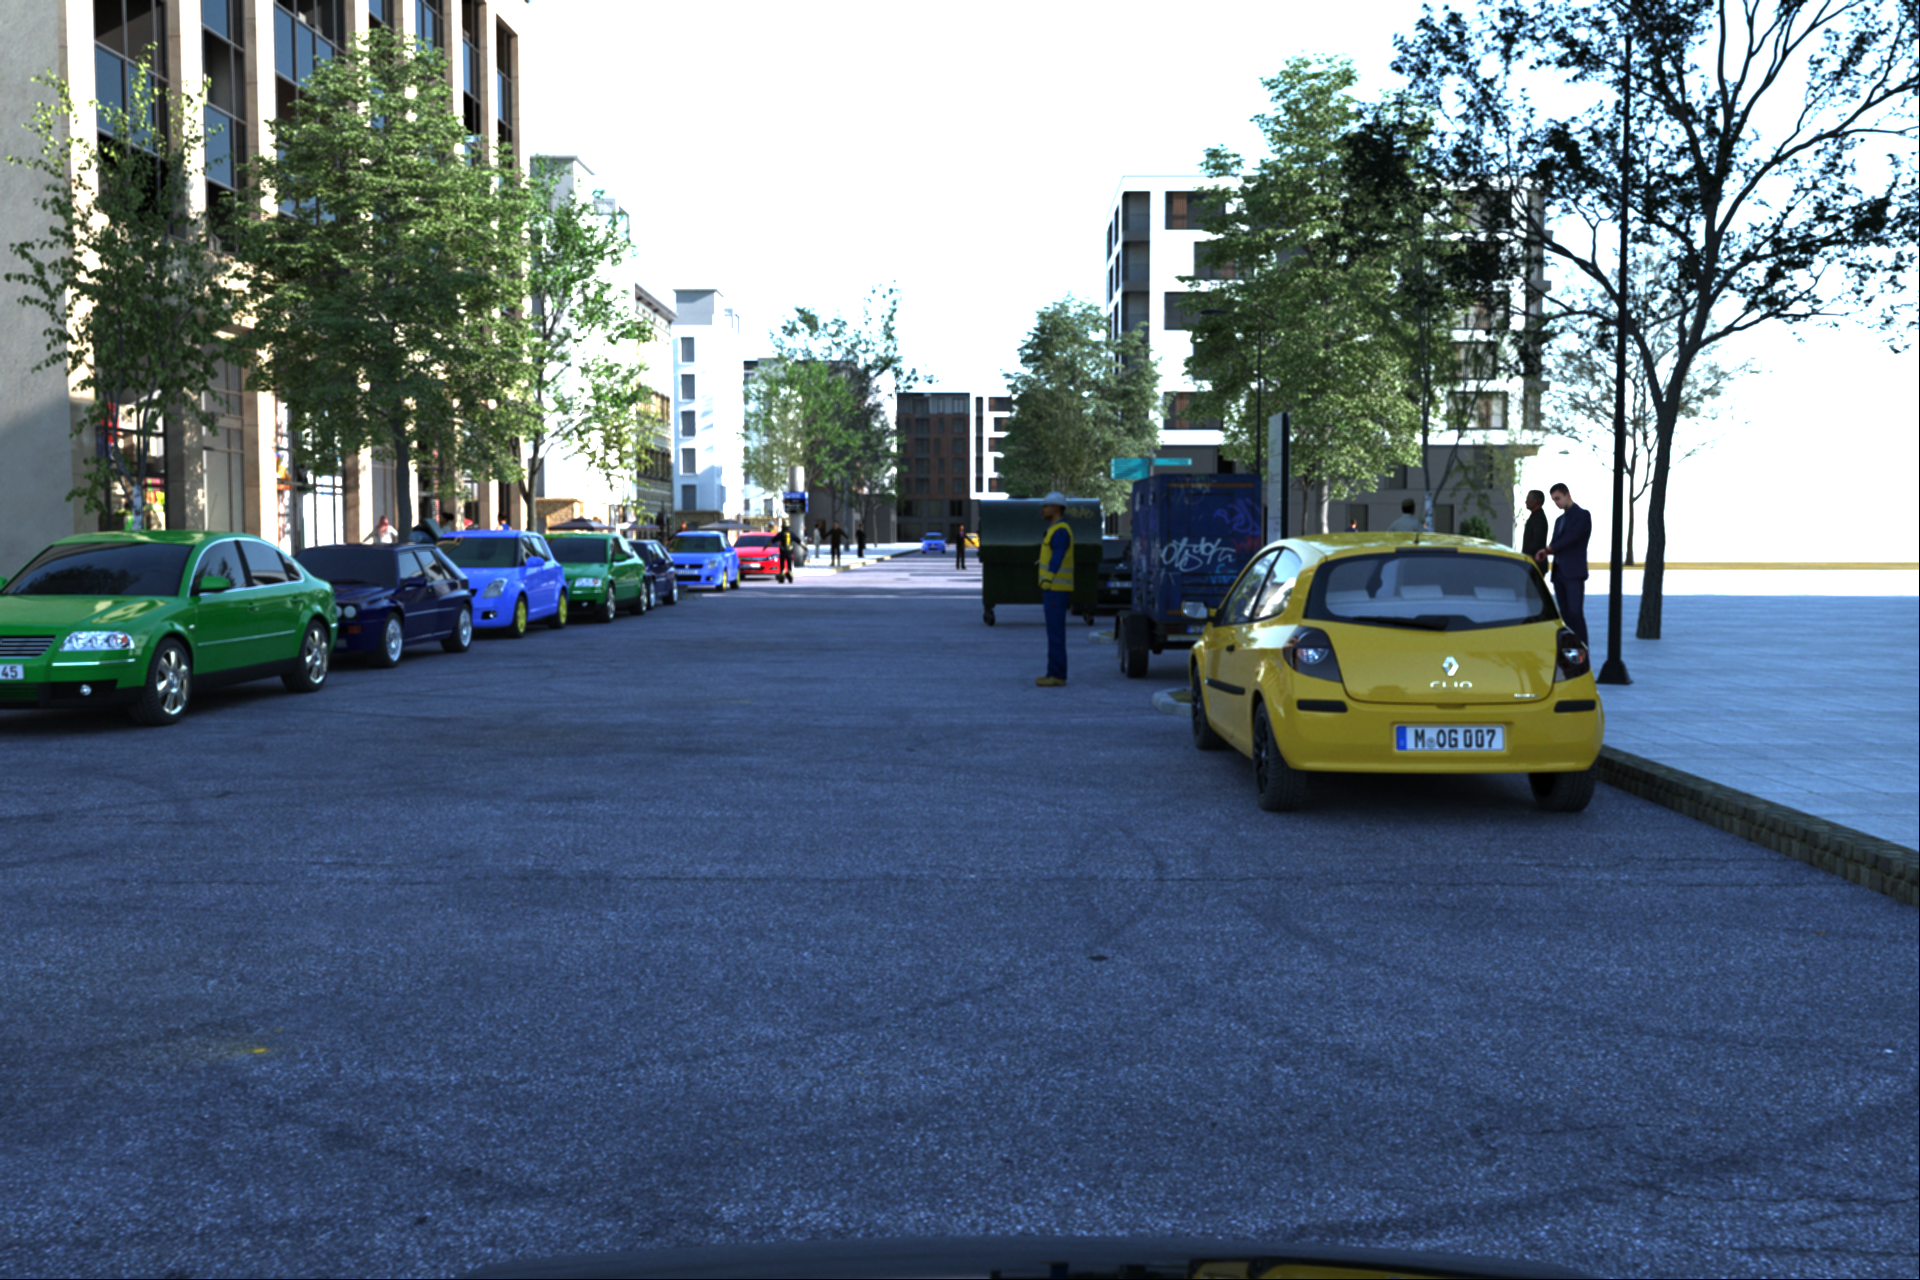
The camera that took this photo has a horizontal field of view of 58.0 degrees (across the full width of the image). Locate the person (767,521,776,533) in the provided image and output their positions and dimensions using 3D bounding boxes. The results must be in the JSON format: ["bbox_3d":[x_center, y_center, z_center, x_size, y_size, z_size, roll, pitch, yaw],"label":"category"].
[{"bbox_3d":[-7.344,-3.671,66.481,0.721,1.772,1.216,2,4,26],"label":"person"}]

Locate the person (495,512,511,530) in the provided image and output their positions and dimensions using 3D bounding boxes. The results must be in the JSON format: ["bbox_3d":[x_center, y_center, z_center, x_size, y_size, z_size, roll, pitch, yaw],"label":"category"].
[{"bbox_3d":[-10.870,-2.133,41.040,0.704,1.807,1.345,1,4,22],"label":"person"}]

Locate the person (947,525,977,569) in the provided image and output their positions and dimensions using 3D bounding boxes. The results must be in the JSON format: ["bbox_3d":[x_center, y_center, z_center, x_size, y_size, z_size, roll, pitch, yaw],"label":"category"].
[{"bbox_3d":[0.043,-3.790,70.650,1.346,1.802,0.704,-2,4,-29],"label":"person"}]

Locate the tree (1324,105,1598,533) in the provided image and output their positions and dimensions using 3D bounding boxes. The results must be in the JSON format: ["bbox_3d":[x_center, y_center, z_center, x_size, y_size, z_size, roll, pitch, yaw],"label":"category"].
[{"bbox_3d":[8.018,-4.882,30.191,4.360,8.622,3.978,0,3,0],"label":"tree"}]

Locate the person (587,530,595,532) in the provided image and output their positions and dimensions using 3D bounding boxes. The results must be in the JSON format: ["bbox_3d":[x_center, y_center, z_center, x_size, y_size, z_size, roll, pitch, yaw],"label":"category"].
[{"bbox_3d":[-17.402,-4.573,81.487,1.216,1.740,0.721,-3,4,-39],"label":"person"}]

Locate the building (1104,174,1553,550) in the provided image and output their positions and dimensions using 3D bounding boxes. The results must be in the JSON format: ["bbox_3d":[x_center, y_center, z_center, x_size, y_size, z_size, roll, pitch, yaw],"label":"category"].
[{"bbox_3d":[23.406,-16.580,115.065,27.936,21.610,32.646,0,4,1],"label":"building"}]

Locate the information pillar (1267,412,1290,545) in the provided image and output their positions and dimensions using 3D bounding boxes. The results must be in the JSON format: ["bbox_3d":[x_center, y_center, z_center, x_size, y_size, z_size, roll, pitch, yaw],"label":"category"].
[{"bbox_3d":[6.277,-2.621,34.166,0.184,3.620,1.656,0,4,1],"label":"information pillar"}]

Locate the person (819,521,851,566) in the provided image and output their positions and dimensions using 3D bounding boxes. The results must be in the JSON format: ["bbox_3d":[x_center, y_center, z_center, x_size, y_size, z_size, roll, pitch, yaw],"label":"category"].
[{"bbox_3d":[-4.999,-3.879,69.558,1.346,1.812,0.704,1,4,14],"label":"person"}]

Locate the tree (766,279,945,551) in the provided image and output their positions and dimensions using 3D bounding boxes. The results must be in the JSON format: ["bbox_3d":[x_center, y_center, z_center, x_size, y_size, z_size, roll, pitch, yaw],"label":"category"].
[{"bbox_3d":[-6.938,-16.602,127.337,12.611,20.169,13.585,0,3,0],"label":"tree"}]

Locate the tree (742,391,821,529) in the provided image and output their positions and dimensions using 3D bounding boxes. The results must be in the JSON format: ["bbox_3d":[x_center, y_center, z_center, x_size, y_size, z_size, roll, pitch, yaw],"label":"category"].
[{"bbox_3d":[-8.712,-8.470,88.847,4.360,8.622,3.978,0,3,0],"label":"tree"}]

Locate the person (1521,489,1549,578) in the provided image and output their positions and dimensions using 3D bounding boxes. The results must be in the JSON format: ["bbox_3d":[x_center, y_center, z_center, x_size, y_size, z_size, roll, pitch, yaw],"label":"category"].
[{"bbox_3d":[6.727,-0.868,20.364,0.705,1.807,1.348,1,4,17],"label":"person"}]

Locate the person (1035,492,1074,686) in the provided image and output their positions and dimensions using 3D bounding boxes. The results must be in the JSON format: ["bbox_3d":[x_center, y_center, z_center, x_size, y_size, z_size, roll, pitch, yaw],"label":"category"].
[{"bbox_3d":[0.874,-0.489,16.430,0.705,1.833,1.349,0,4,2],"label":"person"}]

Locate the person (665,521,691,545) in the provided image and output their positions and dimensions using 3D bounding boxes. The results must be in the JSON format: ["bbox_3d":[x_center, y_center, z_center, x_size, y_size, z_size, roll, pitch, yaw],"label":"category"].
[{"bbox_3d":[-9.530,-3.228,59.589,1.215,1.729,0.721,0,4,4],"label":"person"}]

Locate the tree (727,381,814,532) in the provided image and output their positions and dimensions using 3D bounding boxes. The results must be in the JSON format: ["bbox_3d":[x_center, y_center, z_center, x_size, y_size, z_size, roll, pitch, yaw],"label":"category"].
[{"bbox_3d":[-8.555,-8.092,82.671,4.360,8.622,3.978,0,3,0],"label":"tree"}]

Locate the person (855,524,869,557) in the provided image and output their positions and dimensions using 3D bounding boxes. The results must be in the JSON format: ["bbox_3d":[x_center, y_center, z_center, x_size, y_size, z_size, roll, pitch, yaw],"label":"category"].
[{"bbox_3d":[-5.447,-5.461,95.215,0.705,1.837,1.347,2,4,29],"label":"person"}]

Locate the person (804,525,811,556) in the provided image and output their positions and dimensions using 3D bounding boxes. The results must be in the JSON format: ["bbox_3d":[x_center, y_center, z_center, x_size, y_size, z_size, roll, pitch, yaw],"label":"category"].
[{"bbox_3d":[-9.125,-5.806,101.110,0.705,1.806,1.347,-2,4,-35],"label":"person"}]

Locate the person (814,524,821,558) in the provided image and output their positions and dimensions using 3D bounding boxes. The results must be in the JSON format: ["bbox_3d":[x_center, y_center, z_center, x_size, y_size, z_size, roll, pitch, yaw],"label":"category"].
[{"bbox_3d":[-7.583,-5.271,92.367,0.705,1.806,1.347,-1,4,-15],"label":"person"}]

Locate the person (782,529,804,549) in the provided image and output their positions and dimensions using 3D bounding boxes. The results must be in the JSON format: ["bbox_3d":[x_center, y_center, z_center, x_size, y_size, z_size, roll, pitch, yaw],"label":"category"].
[{"bbox_3d":[-5.806,-2.985,57.383,1.348,1.813,0.705,0,4,4],"label":"person"}]

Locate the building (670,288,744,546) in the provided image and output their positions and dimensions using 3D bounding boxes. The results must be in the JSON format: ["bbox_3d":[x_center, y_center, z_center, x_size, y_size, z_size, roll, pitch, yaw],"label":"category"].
[{"bbox_3d":[-23.660,-17.006,134.464,16.016,20.090,11.380,0,4,2],"label":"building"}]

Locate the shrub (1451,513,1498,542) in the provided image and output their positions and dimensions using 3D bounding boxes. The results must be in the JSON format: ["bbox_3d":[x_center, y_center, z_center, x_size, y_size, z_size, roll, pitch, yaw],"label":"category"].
[{"bbox_3d":[19.225,-3.714,64.763,1.661,2.075,1.752,0,3,0],"label":"shrub"}]

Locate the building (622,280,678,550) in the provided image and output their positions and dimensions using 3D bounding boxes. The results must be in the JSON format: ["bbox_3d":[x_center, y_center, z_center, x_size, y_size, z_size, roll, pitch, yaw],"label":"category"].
[{"bbox_3d":[-29.116,-17.091,110.369,19.493,23.208,18.063,0,3,0],"label":"building"}]

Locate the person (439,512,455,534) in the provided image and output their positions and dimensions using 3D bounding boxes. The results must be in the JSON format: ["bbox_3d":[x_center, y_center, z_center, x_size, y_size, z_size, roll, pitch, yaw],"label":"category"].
[{"bbox_3d":[-10.904,-1.810,36.371,0.721,1.739,1.217,-2,4,-28],"label":"person"}]

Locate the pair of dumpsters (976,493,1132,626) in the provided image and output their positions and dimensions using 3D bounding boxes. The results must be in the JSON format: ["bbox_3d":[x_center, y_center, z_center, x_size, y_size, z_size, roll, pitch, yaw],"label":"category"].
[{"bbox_3d":[2.476,-1.378,27.475,4.436,2.255,1.574,0,4,0],"label":"pair of dumpsters"}]

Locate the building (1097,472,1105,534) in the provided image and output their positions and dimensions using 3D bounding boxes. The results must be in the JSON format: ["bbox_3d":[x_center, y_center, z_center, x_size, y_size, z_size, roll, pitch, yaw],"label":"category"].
[{"bbox_3d":[22.083,-16.448,211.069,9.099,9.664,28.070,0,4,1],"label":"building"}]

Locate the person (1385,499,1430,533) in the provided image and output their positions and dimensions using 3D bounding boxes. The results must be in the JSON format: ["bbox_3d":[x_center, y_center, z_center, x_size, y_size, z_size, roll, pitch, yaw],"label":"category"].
[{"bbox_3d":[6.833,-1.240,26.367,0.704,1.819,1.344,-3,5,-43],"label":"person"}]

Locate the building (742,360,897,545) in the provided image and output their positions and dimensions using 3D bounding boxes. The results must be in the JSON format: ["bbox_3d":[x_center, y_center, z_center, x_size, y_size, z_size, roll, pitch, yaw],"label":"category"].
[{"bbox_3d":[-22.820,-22.976,219.627,27.936,21.610,32.646,0,4,1],"label":"building"}]

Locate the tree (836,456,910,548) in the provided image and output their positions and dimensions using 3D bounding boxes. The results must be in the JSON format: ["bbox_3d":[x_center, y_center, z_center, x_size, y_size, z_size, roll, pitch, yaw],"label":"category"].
[{"bbox_3d":[-8.224,-13.928,162.134,7.601,10.594,8.767,0,4,-2],"label":"tree"}]

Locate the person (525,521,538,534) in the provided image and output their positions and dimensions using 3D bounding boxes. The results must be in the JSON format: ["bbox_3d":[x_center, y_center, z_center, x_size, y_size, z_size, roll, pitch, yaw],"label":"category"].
[{"bbox_3d":[-15.610,-3.462,62.735,0.704,1.817,1.347,2,4,27],"label":"person"}]

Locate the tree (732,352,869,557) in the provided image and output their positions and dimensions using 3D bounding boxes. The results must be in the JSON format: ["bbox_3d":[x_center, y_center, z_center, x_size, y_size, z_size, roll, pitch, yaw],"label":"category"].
[{"bbox_3d":[-9.002,-10.539,98.075,9.928,11.665,9.643,0,3,0],"label":"tree"}]

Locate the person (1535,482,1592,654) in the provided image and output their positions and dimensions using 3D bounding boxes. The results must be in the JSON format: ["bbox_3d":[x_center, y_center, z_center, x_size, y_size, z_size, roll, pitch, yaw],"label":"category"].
[{"bbox_3d":[5.626,-0.593,16.191,0.568,1.767,0.683,-1,4,-15],"label":"person"}]

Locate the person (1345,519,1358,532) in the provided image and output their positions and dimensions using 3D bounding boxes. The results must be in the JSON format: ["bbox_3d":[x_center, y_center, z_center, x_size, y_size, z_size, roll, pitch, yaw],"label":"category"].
[{"bbox_3d":[11.277,-2.621,49.814,0.530,1.710,0.541,-1,4,-20],"label":"person"}]

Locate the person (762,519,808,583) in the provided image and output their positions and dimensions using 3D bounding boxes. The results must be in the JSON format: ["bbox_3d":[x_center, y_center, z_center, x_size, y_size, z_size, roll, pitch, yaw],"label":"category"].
[{"bbox_3d":[-5.087,-2.587,50.540,1.354,1.856,0.705,-1,4,-16],"label":"person"}]

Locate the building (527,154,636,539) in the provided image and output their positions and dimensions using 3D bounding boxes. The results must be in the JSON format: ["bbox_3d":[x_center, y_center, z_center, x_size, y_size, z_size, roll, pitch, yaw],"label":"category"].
[{"bbox_3d":[-24.037,-14.150,87.777,16.016,20.090,11.380,0,4,1],"label":"building"}]

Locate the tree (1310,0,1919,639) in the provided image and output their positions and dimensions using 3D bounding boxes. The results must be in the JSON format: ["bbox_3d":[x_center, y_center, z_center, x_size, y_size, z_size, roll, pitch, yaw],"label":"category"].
[{"bbox_3d":[8.327,-5.273,20.625,8.767,10.594,7.601,1,4,18],"label":"tree"}]

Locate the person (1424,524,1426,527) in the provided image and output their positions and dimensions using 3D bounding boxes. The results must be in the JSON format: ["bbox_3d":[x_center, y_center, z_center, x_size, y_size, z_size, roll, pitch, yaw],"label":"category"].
[{"bbox_3d":[11.923,-2.361,45.455,0.742,1.727,0.445,2,4,23],"label":"person"}]

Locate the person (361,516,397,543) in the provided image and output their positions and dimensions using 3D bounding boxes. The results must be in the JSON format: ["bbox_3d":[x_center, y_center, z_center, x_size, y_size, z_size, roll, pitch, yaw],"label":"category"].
[{"bbox_3d":[-16.581,-2.674,49.860,1.347,1.811,0.704,-1,4,-18],"label":"person"}]

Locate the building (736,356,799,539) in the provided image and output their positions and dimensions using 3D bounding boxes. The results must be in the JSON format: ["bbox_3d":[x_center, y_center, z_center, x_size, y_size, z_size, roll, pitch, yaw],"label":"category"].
[{"bbox_3d":[-23.194,-20.133,185.598,16.016,20.090,11.380,0,4,1],"label":"building"}]

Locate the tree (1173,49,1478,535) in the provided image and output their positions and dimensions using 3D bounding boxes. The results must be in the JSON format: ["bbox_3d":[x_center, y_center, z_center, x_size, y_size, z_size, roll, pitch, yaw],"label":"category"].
[{"bbox_3d":[8.770,-7.549,41.554,7.486,12.596,7.792,0,3,0],"label":"tree"}]

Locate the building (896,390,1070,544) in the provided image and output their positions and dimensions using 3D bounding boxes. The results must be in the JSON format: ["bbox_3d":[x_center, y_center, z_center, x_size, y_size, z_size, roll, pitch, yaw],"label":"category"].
[{"bbox_3d":[-0.951,-25.145,257.553,32.646,21.610,27.936,0,4,-1],"label":"building"}]

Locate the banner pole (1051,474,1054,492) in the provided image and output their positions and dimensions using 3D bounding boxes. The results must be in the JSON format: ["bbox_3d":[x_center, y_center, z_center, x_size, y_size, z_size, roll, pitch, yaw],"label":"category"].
[{"bbox_3d":[3.815,-4.980,71.440,0.401,3.779,0.863,0,4,0],"label":"banner pole"}]

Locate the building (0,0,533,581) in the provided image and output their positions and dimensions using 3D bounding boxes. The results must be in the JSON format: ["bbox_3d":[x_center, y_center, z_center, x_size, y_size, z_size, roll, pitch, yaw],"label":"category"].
[{"bbox_3d":[-29.056,-17.541,53.018,22.709,31.103,35.509,0,4,1],"label":"building"}]
